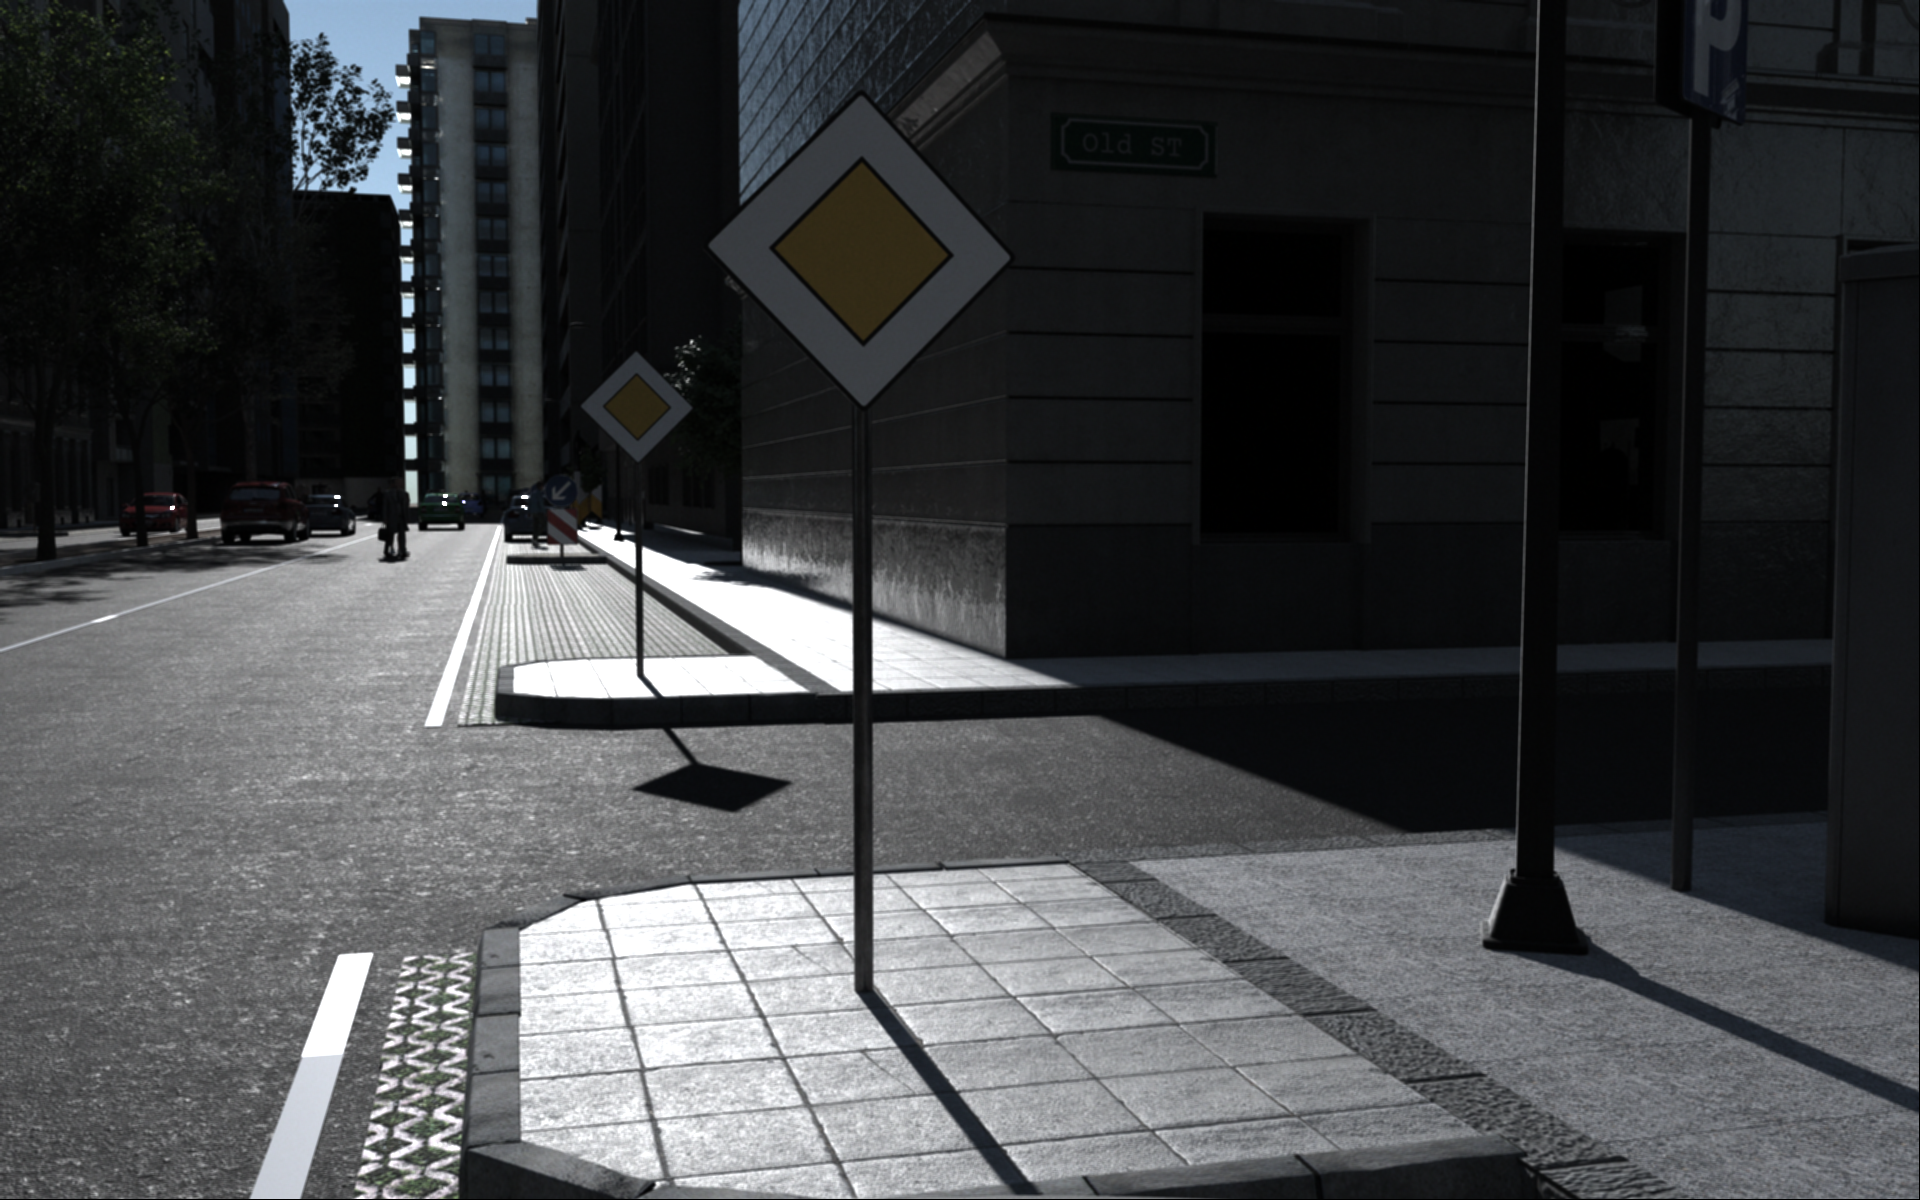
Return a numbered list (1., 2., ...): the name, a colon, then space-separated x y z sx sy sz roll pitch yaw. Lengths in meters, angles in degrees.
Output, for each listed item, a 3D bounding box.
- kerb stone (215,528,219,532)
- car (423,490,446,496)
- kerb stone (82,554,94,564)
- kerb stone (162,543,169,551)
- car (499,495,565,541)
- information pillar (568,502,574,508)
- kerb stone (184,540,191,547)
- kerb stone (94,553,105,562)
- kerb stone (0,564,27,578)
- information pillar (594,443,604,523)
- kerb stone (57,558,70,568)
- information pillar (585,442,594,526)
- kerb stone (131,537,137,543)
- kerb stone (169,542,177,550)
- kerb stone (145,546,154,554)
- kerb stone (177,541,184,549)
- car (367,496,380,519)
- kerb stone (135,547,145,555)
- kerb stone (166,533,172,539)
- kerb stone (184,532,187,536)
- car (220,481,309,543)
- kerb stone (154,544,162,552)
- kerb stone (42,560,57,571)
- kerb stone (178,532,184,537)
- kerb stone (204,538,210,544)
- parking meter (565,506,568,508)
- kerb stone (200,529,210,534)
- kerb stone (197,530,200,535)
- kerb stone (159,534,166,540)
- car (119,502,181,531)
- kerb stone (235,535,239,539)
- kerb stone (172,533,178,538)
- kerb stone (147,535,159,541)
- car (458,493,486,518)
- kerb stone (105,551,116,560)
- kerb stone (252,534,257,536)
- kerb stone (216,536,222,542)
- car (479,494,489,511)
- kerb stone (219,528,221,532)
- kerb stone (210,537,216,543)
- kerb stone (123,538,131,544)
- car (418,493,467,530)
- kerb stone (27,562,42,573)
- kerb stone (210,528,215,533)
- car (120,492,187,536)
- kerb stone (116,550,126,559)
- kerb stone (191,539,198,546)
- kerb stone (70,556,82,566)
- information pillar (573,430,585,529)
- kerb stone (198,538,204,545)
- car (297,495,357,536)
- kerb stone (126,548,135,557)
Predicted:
1. kerb stone: -27.578 -2.552 63.927 0.120 0.150 1.000 -1 4 -14
2. car: -44.982 -8.574 148.864 2.281 1.827 5.304 -1 4 -16
3. kerb stone: -18.077 -0.825 35.677 0.120 0.150 1.000 -1 4 -14
4. kerb stone: -20.147 -1.311 43.629 0.120 0.150 1.000 -1 4 -14
5. car: -13.253 -2.553 53.747 2.014 1.417 4.499 -1 4 -14
6. information pillar: -15.890 -4.074 71.102 0.304 2.012 0.304 -2 4 -29
7. kerb stone: -20.910 -1.490 46.616 0.120 0.150 1.000 -1 4 -14
8. kerb stone: -18.333 -0.883 36.677 0.120 0.150 1.000 -1 4 -14
9. kerb stone: -16.796 -0.522 30.725 0.120 0.150 1.000 -1 4 -14
10. information pillar: -15.883 -5.163 75.768 0.504 3.616 0.183 0 4 3
11. kerb stone: -17.565 -0.704 33.698 0.120 0.150 1.000 -1 4 -14
12. information pillar: -15.191 -4.814 70.070 0.504 3.616 0.183 -3 5 -40
13. kerb stone: -23.974 -1.702 50.031 0.120 0.150 1.000 -1 4 -14
14. kerb stone: -20.406 -1.371 44.618 0.120 0.150 1.000 -1 4 -14
15. kerb stone: -19.617 -1.189 41.644 0.120 0.150 1.000 -1 4 -14
16. kerb stone: -20.665 -1.432 45.623 0.120 0.150 1.000 -1 4 -14
17. car: -33.634 -5.418 101.157 1.945 1.354 3.894 -1 4 -16
18. kerb stone: -19.366 -1.128 40.645 0.120 0.150 1.000 -1 4 -14
19. kerb stone: -25.259 -2.006 54.993 0.120 0.150 1.000 -1 4 -14
20. kerb stone: -26.042 -2.188 57.973 0.120 0.150 1.000 -1 4 -14
21. car: -21.027 -2.680 52.499 2.281 1.827 5.304 -1 4 -14
22. kerb stone: -19.882 -1.250 42.631 0.120 0.150 1.000 -1 4 -14
23. kerb stone: -17.305 -0.643 32.709 0.120 0.150 1.000 -1 4 -14
24. kerb stone: -25.776 -2.125 56.978 0.120 0.150 1.000 -1 4 -14
25. kerb stone: -21.690 -1.675 49.583 0.120 0.150 1.000 -1 4 -14
26. parking meter: -17.619 -4.416 77.918 0.255 1.863 0.399 -1 4 -18
27. kerb stone: -27.068 -2.425 61.945 0.120 0.150 1.000 -1 4 -14
28. kerb stone: -26.548 -2.310 59.963 0.120 0.150 1.000 -1 4 -14
29. kerb stone: -25.002 -1.943 53.990 0.120 0.150 1.000 -1 4 -14
30. car: -31.480 -3.351 67.363 1.945 1.354 3.894 -1 4 -14
31. kerb stone: -23.492 -2.100 56.532 0.120 0.150 1.000 -1 4 -14
32. kerb stone: -25.518 -2.067 55.989 0.120 0.150 1.000 -1 4 -14
33. kerb stone: -24.741 -1.883 53.001 0.120 0.150 1.000 -1 4 -14
34. car: -29.733 -5.832 104.948 1.945 1.707 3.694 -1 4 -15
35. kerb stone: -18.590 -0.944 37.667 0.120 0.150 1.000 -1 4 -14
36. kerb stone: -24.267 -2.278 59.500 0.120 0.150 1.000 -1 4 -14
37. kerb stone: -22.197 -1.791 51.566 0.120 0.150 1.000 -1 4 -14
38. car: -40.522 -8.143 145.145 2.014 1.417 4.499 -1 4 -14
39. kerb stone: -27.830 -2.614 64.929 0.120 0.150 1.000 -1 4 -14
40. kerb stone: -21.940 -1.736 50.576 0.120 0.150 1.000 -1 4 -14
41. kerb stone: -23.712 -1.642 49.042 0.120 0.150 1.000 -1 4 -14
42. car: -21.242 -3.805 71.013 1.959 1.807 4.718 -1 4 -15
43. kerb stone: -17.053 -0.582 31.718 0.120 0.150 1.000 -1 4 -14
44. kerb stone: -27.318 -2.492 62.936 0.120 0.150 1.000 -1 4 -14
45. car: -28.272 -3.179 61.014 2.155 1.783 4.494 -1 4 -14
46. kerb stone: -18.851 -1.004 38.662 0.120 0.150 1.000 -1 4 -14
47. kerb stone: -21.168 -1.552 47.605 0.120 0.150 1.000 -1 4 -14
48. kerb stone: -17.829 -0.764 34.685 0.120 0.150 1.000 -1 4 -14
49. information pillar: -14.004 -4.405 63.373 0.183 3.616 0.504 -2 4 -31
50. kerb stone: -21.431 -1.615 48.593 0.120 0.150 1.000 -1 4 -14
51. car: -22.115 -2.956 60.328 2.014 1.417 4.499 -1 4 -15
52. kerb stone: -19.115 -1.068 39.654 0.120 0.150 1.000 -1 4 -14
